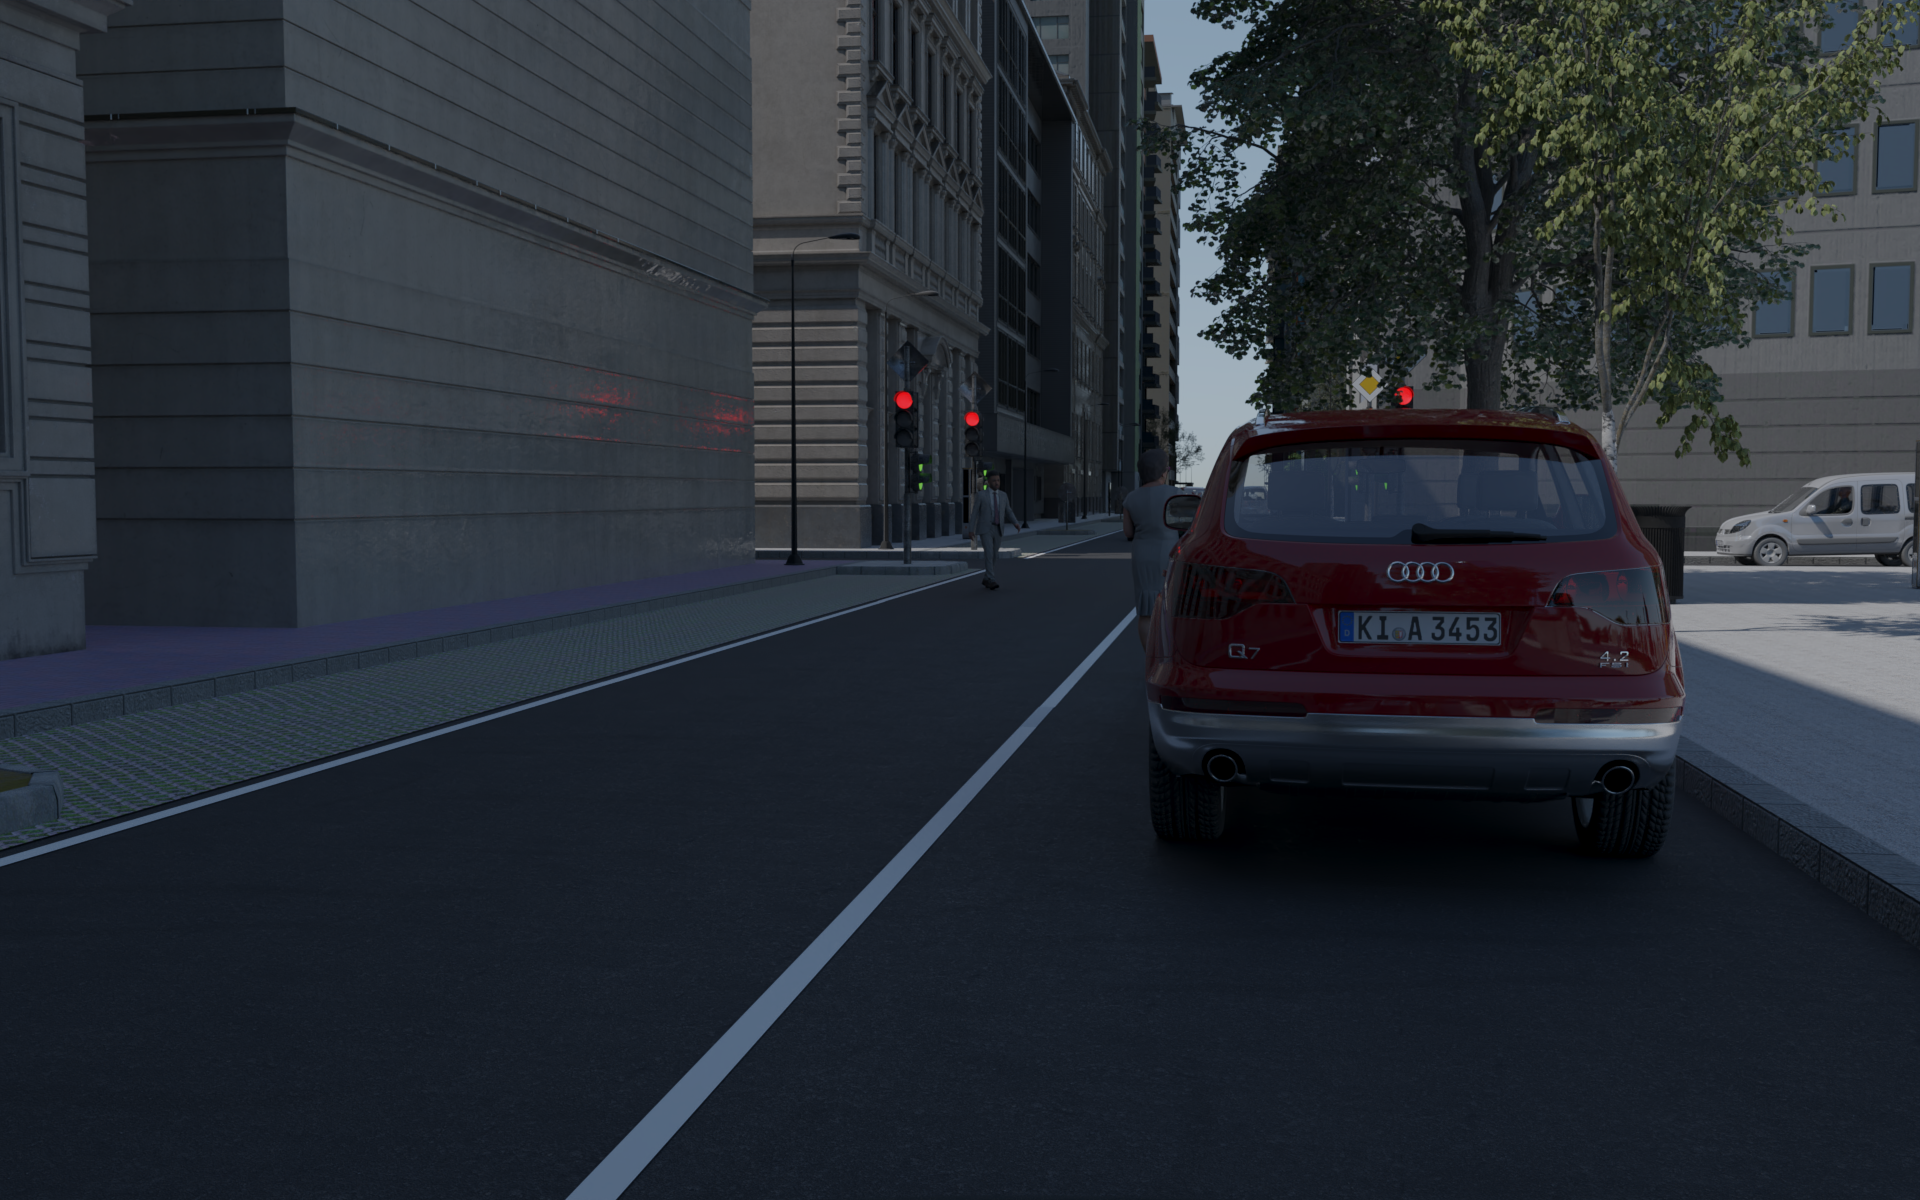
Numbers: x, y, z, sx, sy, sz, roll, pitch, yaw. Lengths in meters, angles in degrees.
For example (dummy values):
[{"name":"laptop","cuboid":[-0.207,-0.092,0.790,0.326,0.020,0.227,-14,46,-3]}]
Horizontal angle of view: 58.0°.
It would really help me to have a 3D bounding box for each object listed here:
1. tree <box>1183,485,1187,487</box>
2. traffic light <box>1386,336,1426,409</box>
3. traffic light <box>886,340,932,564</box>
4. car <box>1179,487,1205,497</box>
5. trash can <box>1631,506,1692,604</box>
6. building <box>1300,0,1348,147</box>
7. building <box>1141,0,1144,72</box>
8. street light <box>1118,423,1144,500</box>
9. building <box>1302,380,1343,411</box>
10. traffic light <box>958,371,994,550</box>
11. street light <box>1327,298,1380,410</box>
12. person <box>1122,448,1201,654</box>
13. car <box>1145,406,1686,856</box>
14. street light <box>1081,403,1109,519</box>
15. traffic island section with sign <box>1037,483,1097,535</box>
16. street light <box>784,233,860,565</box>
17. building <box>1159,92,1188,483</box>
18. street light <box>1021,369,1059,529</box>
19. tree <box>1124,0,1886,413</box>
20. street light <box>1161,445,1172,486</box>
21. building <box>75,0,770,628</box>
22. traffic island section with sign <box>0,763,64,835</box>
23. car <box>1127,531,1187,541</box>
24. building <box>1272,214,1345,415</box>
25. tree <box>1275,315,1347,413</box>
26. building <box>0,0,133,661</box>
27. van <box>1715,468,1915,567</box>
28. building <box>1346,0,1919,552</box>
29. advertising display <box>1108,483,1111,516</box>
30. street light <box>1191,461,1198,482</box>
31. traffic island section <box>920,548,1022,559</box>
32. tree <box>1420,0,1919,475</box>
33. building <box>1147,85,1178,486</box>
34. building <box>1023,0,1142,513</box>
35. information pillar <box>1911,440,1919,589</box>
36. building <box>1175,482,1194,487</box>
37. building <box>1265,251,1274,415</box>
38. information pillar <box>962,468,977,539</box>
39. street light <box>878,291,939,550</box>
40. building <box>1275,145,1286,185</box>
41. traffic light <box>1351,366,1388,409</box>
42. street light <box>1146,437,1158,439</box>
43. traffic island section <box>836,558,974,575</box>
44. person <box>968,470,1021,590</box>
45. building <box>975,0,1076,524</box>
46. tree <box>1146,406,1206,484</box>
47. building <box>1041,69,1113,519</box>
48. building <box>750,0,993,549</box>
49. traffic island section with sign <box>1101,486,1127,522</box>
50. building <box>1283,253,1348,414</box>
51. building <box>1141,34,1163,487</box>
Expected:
[{"name":"tree","cuboid":[35.639,-16.975,272.139,1.663,3.219,1.824,0,3,0]},{"name":"traffic light","cuboid":[7.701,-2.531,30.307,0.839,4.253,0.868,1,4,9]},{"name":"traffic light","cuboid":[-0.948,-2.617,31.703,0.839,4.253,0.868,1,4,9]},{"name":"car","cuboid":[11.779,-4.872,88.326,2.281,1.827,5.304,1,4,9]},{"name":"trash can","cuboid":[8.175,-0.531,20.330,0.748,1.137,0.748,0,3,0]},{"name":"building","cuboid":[42.461,-45.017,174.277,20.563,71.187,20.611,1,4,9]},{"name":"building","cuboid":[3.512,-31.584,140.102,21.300,48.544,21.600,1,4,9]},{"name":"street light","cuboid":[11.337,-8.751,115.616,1.470,5.913,1.316,1,4,9]},{"name":"building","cuboid":[29.964,-47.508,89.423,22.319,86.520,31.000,1,4,9]},{"name":"traffic light","cuboid":[0.343,-3.099,39.583,0.839,4.253,0.868,1,4,9]},{"name":"street light","cuboid":[9.158,-4.144,40.288,1.470,5.913,1.316,1,4,9]},{"name":"person","cuboid":[1.626,-0.274,13.342,0.716,1.782,0.532,1,4,21]},{"name":"car","cuboid":[2.091,0.009,8.532,2.281,1.827,5.304,1,4,11]},{"name":"street light","cuboid":[6.904,-7.091,88.481,1.470,5.913,1.316,1,4,9]},{"name":"traffic island section with sign","cuboid":[3.805,-3.207,61.063,1.989,1.847,2.006,1,4,9]},{"name":"street light","cuboid":[-2.459,-3.577,31.021,1.470,5.913,1.316,1,4,9]},{"name":"building","cuboid":[15.787,-39.418,233.721,28.713,52.752,27.495,1,4,9]},{"name":"street light","cuboid":[2.965,-5.616,64.364,1.470,5.913,1.316,1,4,9]},{"name":"tree","cuboid":[7.091,-7.110,22.896,9.857,13.997,8.962,0,3,0]},{"name":"street light","cuboid":[19.303,-11.731,164.340,1.470,5.913,1.316,1,4,9]},{"name":"building","cuboid":[-26.217,-15.319,26.875,44.131,29.872,17.030,1,4,9]},{"name":"traffic island section with sign","cuboid":[-5.004,0.084,7.247,1.989,1.847,2.006,1,4,9]},{"name":"car","cuboid":[6.270,-2.617,54.582,2.131,1.459,4.920,1,4,9]},{"name":"building","cuboid":[35.825,-23.691,159.046,14.160,30.474,14.107,1,4,9]},{"name":"tree","cuboid":[14.892,-7.291,69.570,4.360,8.622,3.978,0,3,0]},{"name":"building","cuboid":[-13.670,-10.315,4.809,11.583,22.565,21.152,1,4,9]},{"name":"van","cuboid":[16.984,-1.637,33.769,4.112,2.044,2.013,1,4,10]},{"name":"building","cuboid":[25.315,-30.770,45.081,28.212,58.520,21.231,1,4,9]},{"name":"advertising display","cuboid":[8.662,-5.815,100.289,0.123,1.923,0.974,0,4,8]},{"name":"street light","cuboid":[32.550,-16.685,245.338,1.470,5.913,1.316,1,4,9]},{"name":"traffic island section","cuboid":[0.305,-1.067,39.724,2.009,0.180,2.903,1,4,9]},{"name":"tree","cuboid":[6.123,-3.986,15.526,4.737,8.622,4.395,0,3,0]},{"name":"building","cuboid":[14.985,-35.784,208.769,21.300,48.544,21.600,1,4,9]},{"name":"building","cuboid":[5.247,-26.792,121.641,14.154,41.232,14.086,1,4,9]},{"name":"information pillar","cuboid":[13.079,-1.156,23.390,0.304,2.012,0.304,1,4,17]},{"name":"building","cuboid":[18.809,-34.726,259.647,32.217,40.220,23.993,1,4,9]},{"name":"building","cuboid":[55.705,-36.550,252.220,22.147,44.769,28.867,1,4,9]},{"name":"information pillar","cuboid":[0.272,-2.732,49.156,0.304,2.012,0.304,-3,5,-45]},{"name":"street light","cuboid":[-1.173,-4.115,39.823,1.470,5.913,1.316,1,4,9]},{"name":"building","cuboid":[52.065,-36.910,227.178,21.300,48.544,21.600,1,4,9]},{"name":"traffic light","cuboid":[8.992,-3.013,38.188,0.839,4.253,0.868,1,4,9]},{"name":"street light","cuboid":[15.322,-10.272,140.480,1.470,5.913,1.316,1,4,9]},{"name":"traffic island section","cuboid":[-0.986,-0.585,31.844,2.009,0.180,2.903,1,4,9]},{"name":"person","cuboid":[0.485,-1.059,26.086,0.678,1.792,0.850,-2,4,-24]},{"name":"building","cuboid":[-3.479,-15.657,75.055,14.314,24.678,30.058,1,4,9]},{"name":"tree","cuboid":[21.782,-15.174,182.503,8.767,10.594,7.601,1,4,13]},{"name":"building","cuboid":[1.844,-18.638,102.000,12.463,27.353,25.104,1,4,9]},{"name":"building","cuboid":[-5.560,-13.508,49.739,11.050,23.489,19.941,1,4,9]},{"name":"traffic island section with sign","cuboid":[8.228,-4.856,88.028,1.989,1.847,2.006,1,4,9]},{"name":"building","cuboid":[39.939,-17.851,136.900,27.650,21.520,28.899,1,4,9]},{"name":"building","cuboid":[7.773,-31.227,165.189,22.147,44.769,28.867,1,4,9]}]
